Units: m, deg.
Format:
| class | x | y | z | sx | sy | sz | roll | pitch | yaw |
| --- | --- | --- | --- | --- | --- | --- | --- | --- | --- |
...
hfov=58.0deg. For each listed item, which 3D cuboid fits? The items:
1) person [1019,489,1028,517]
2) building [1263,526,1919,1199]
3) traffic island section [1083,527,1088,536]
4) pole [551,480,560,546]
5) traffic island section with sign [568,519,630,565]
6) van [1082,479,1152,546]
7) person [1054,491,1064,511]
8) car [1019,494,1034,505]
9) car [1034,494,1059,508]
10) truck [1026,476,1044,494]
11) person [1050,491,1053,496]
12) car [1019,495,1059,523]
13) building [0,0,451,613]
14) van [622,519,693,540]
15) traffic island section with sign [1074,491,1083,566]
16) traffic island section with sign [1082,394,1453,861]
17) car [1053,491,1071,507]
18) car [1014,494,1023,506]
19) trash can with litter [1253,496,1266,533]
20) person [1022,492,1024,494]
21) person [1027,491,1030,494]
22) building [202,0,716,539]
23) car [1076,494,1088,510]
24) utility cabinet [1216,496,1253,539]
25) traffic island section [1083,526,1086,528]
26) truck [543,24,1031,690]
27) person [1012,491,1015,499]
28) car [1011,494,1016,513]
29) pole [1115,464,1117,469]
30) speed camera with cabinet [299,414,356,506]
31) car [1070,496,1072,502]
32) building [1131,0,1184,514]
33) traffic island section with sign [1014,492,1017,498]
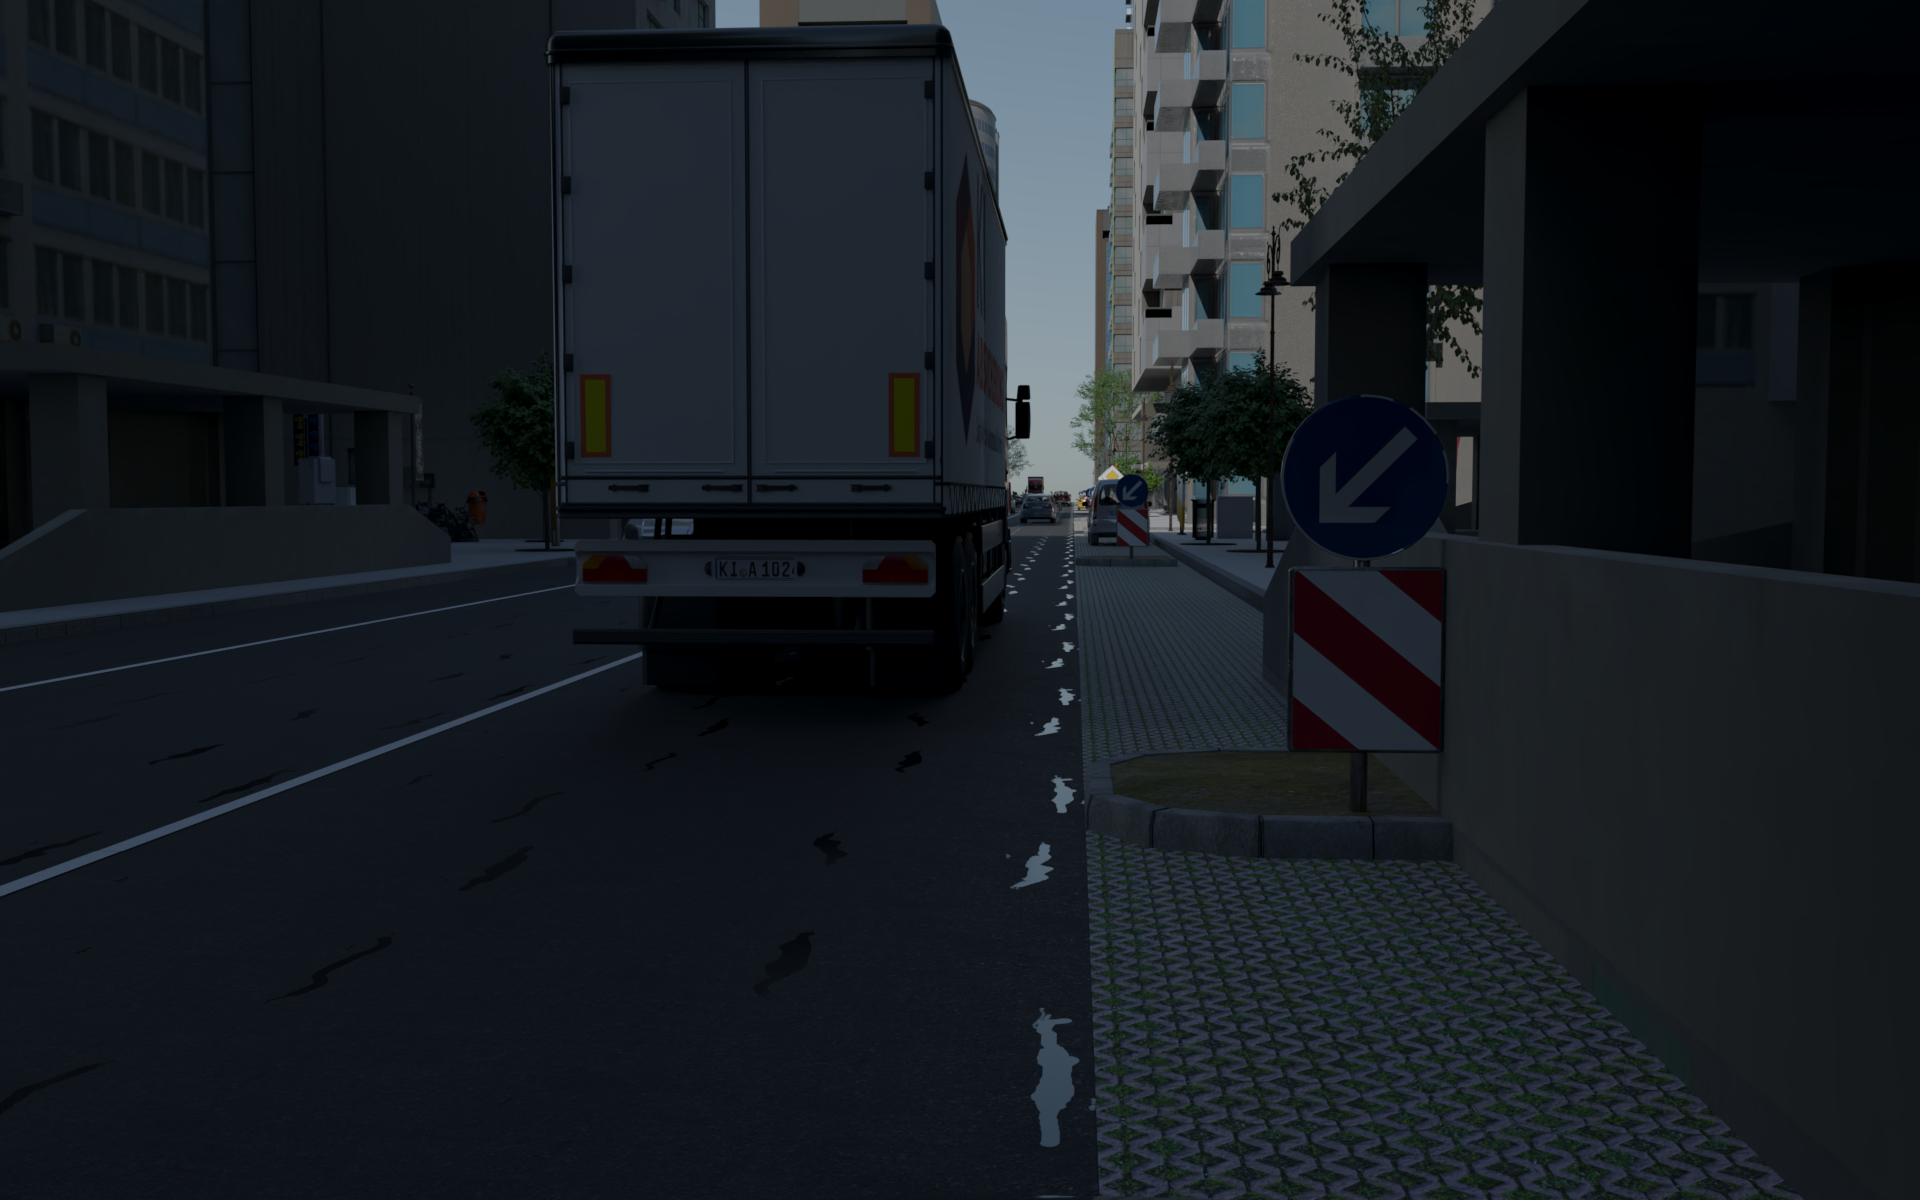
| class | x | y | z | sx | sy | sz | roll | pitch | yaw |
| --- | --- | --- | --- | --- | --- | --- | --- | --- | --- |
| person | 3.800 | -5.607 | 100.927 | 0.760 | 1.731 | 0.466 | 1 | 4 | 14 |
| building | 17.977 | -19.107 | 4.284 | 32.217 | 40.220 | 23.993 | 0 | 4 | 4 |
| traffic island section | 5.316 | -2.322 | 60.249 | 2.009 | 0.180 | 2.903 | 0 | 4 | 4 |
| pole | -9.918 | -2.969 | 42.389 | 0.158 | 3.312 | 0.155 | 0 | 3 | 0 |
| traffic island section with sign | -6.849 | -1.658 | 35.734 | 1.989 | 1.847 | 2.006 | 0 | 4 | 4 |
| van | 4.467 | -2.570 | 49.027 | 2.013 | 2.044 | 4.112 | 0 | 4 | 3 |
| person | 8.387 | -8.376 | 146.271 | 0.721 | 1.723 | 1.217 | -3 | 5 | -41 |
| car | 7.836 | -11.501 | 197.085 | 2.155 | 1.783 | 4.494 | 0 | 4 | 3 |
| car | 5.160 | -5.971 | 107.843 | 2.015 | 1.641 | 3.980 | 0 | 4 | 3 |
| truck | 12.151 | -17.686 | 278.075 | 2.839 | 4.237 | 11.283 | 0 | 4 | 4 |
| person | 9.299 | -10.334 | 178.249 | 0.721 | 1.735 | 1.217 | -1 | 4 | -16 |
| car | 3.942 | -4.587 | 87.000 | 2.014 | 1.417 | 4.499 | 0 | 4 | 5 |
| building | -26.016 | -20.387 | 25.211 | 32.217 | 40.220 | 23.993 | 0 | 4 | 4 |
| van | -4.670 | -1.421 | 30.247 | 2.013 | 2.044 | 4.112 | 0 | 4 | 5 |
| traffic island section with sign | 3.331 | -1.606 | 34.886 | 1.989 | 1.847 | 2.006 | 0 | 4 | 4 |
| traffic island section with sign | 1.557 | 0.058 | 7.684 | 1.989 | 1.847 | 2.006 | 0 | 4 | 4 |
| car | 11.516 | -11.531 | 197.203 | 2.281 | 1.827 | 5.304 | 0 | 4 | 4 |
| car | 7.369 | -11.814 | 205.152 | 2.014 | 1.417 | 4.499 | 0 | 4 | 4 |
| trash can with litter | 9.817 | -2.840 | 57.492 | 1.678 | 1.210 | 2.233 | -1 | 4 | -16 |
| person | 8.358 | -13.391 | 228.155 | 1.217 | 1.736 | 0.721 | 3 | 4 | 36 |
| person | 9.560 | -14.337 | 242.535 | 1.348 | 1.869 | 0.705 | 2 | 4 | 26 |
| building | -15.455 | -22.722 | 55.093 | 14.086 | 41.232 | 14.154 | 0 | 4 | 4 |
| car | 11.342 | -8.818 | 154.401 | 2.015 | 1.641 | 3.980 | 0 | 4 | 3 |
| utility cabinet | 7.923 | -2.373 | 49.961 | 1.020 | 1.237 | 0.306 | 0 | 4 | -1 |
| traffic island section | 5.837 | -2.810 | 68.217 | 2.009 | 0.180 | 2.903 | 0 | 4 | 4 |
| truck | -0.895 | -1.659 | 16.032 | 2.839 | 4.237 | 11.283 | 0 | 4 | 4 |
| person | 6.393 | -12.269 | 209.104 | 0.705 | 1.824 | 1.348 | -2 | 4 | -26 |
| car | 3.216 | -7.393 | 129.676 | 1.959 | 1.807 | 4.718 | 0 | 4 | 4 |
| pole | 10.461 | -7.486 | 116.239 | 0.158 | 3.312 | 0.155 | 0 | 3 | 0 |
| speed camera with cabinet | -15.549 | -2.998 | 43.355 | 0.660 | 3.252 | 2.038 | 2 | 4 | 27 |
| car | 18.079 | -17.585 | 296.561 | 2.155 | 1.783 | 4.494 | 0 | 4 | 3 |
| building | 24.943 | -31.871 | 110.333 | 28.713 | 52.752 | 27.495 | 0 | 4 | 4 |
| traffic island section with sign | 8.979 | -16.477 | 278.025 | 1.989 | 1.847 | 2.006 | 0 | 4 | 4 |
